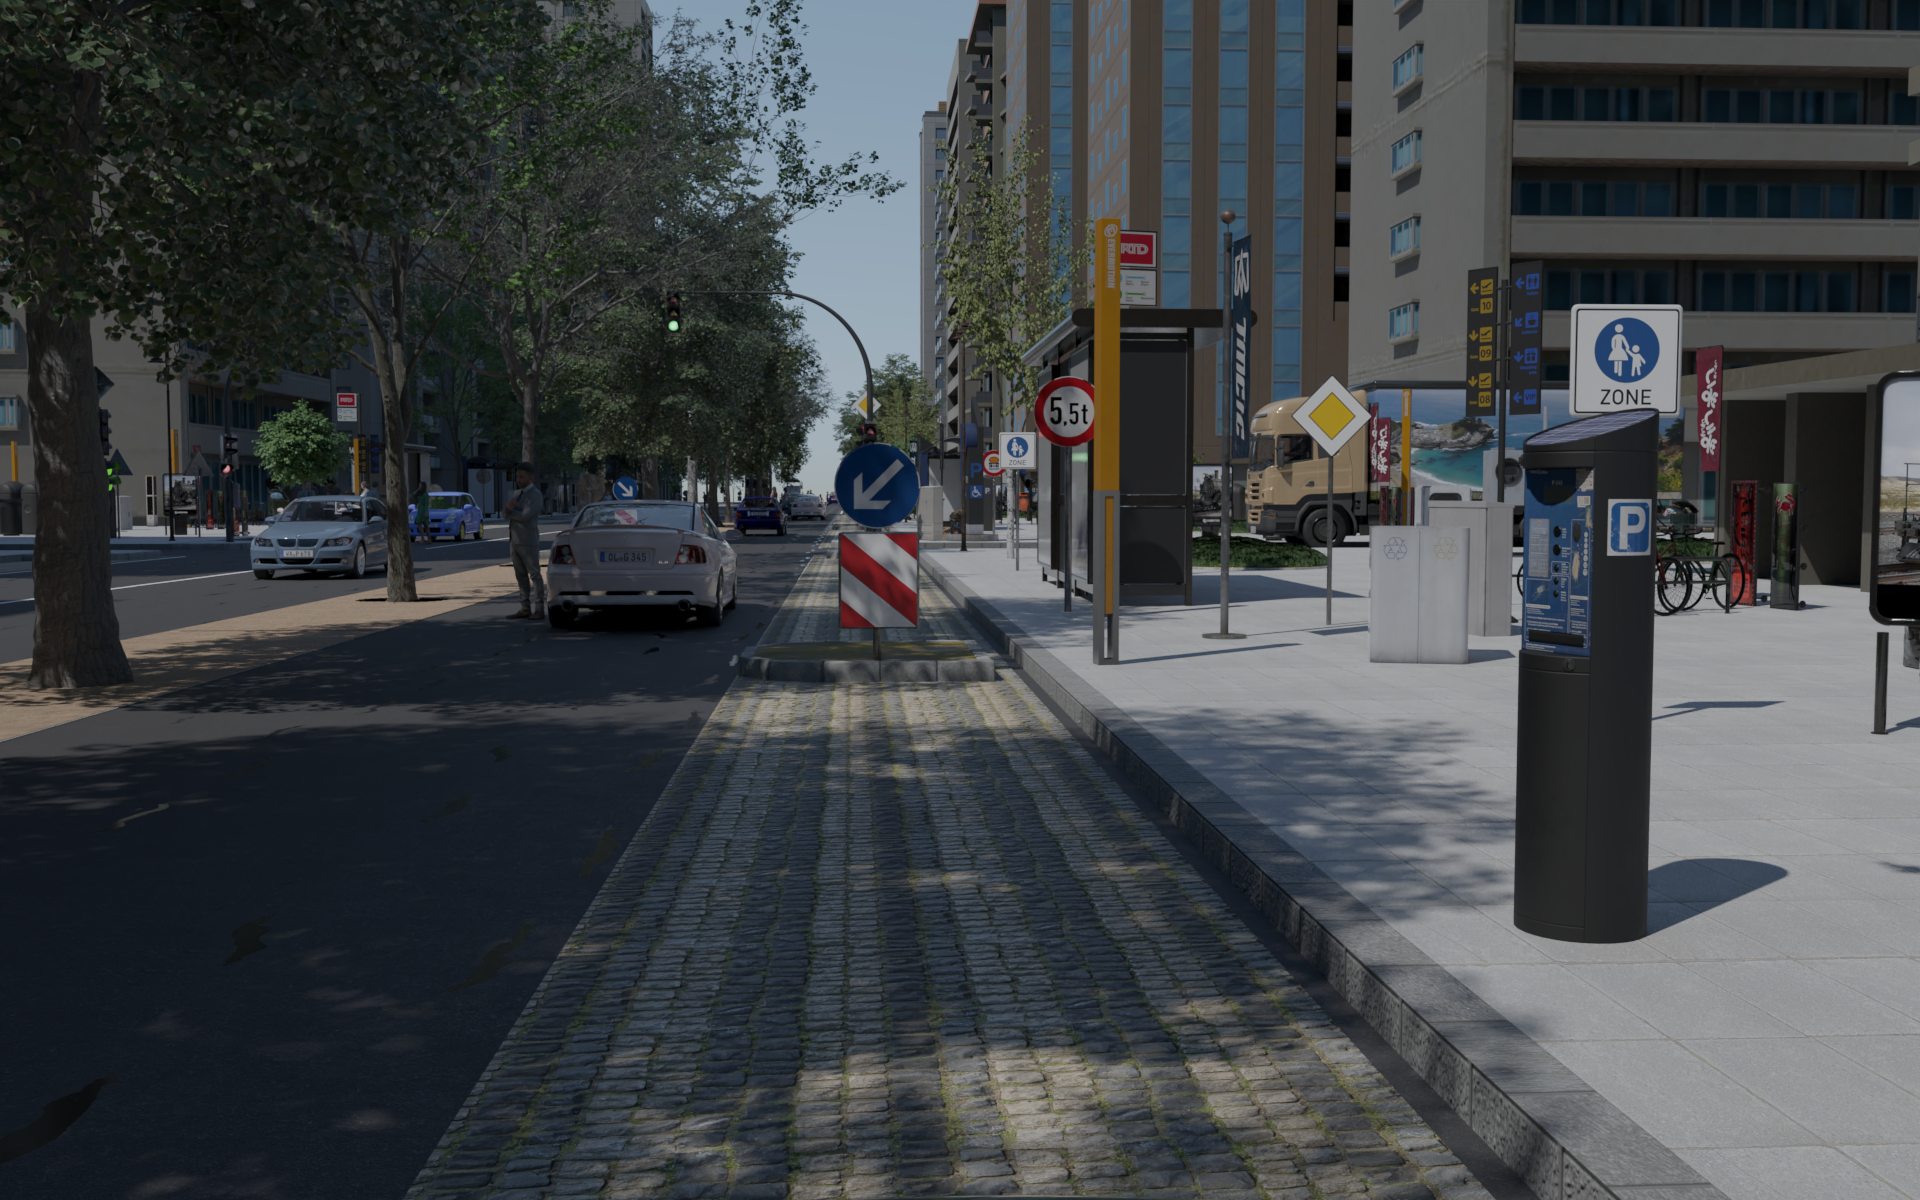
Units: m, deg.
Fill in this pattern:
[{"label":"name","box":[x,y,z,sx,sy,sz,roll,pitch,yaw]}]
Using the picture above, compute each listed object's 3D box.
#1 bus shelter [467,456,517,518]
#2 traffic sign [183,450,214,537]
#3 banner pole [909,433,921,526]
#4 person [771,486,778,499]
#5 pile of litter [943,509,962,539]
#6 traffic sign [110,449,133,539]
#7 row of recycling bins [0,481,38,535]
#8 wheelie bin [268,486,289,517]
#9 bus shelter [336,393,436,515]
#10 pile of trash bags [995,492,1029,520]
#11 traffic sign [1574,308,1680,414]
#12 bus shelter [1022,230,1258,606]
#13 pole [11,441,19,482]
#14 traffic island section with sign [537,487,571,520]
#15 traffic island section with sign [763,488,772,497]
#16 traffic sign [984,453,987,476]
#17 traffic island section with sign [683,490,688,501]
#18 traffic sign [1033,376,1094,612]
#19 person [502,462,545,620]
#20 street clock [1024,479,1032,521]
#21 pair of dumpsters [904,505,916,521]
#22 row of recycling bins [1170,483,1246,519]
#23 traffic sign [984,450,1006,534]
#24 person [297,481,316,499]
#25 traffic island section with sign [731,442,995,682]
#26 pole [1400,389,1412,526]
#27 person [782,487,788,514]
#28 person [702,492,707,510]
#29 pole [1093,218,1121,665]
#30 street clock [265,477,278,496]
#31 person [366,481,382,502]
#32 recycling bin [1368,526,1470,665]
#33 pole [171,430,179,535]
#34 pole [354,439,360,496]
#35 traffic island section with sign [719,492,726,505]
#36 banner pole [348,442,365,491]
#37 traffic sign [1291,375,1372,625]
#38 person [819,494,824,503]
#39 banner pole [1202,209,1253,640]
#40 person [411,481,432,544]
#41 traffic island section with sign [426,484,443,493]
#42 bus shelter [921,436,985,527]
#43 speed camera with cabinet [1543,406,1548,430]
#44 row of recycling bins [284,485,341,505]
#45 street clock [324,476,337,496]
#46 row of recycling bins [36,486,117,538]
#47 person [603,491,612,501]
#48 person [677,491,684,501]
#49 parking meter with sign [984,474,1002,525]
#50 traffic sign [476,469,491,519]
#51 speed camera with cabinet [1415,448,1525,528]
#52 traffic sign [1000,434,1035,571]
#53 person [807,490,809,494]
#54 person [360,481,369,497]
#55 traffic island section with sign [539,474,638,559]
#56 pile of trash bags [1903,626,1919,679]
[{"label":"bus shelter","box":[-25.780,-6.184,95.028,2.014,3.302,5.546,0,4,-4]},{"label":"traffic sign","box":[-22.560,-3.138,51.312,0.884,2.594,0.081,0,4,-3]},{"label":"banner pole","box":[-1.798,-4.934,70.692,0.401,3.779,0.863,-3,5,-43]},{"label":"person","box":[-9.338,-4.793,86.873,0.388,1.821,0.555,2,4,26]},{"label":"pile of litter","box":[-0.346,-2.221,50.279,1.176,0.858,1.719,1,4,21]},{"label":"traffic sign","box":[-24.022,-3.022,49.410,0.884,2.594,0.081,0,4,1]},{"label":"row of recycling bins","box":[-29.533,-2.919,54.841,3.534,1.692,1.069,1,4,12]},{"label":"wheelie bin","box":[-26.154,-3.581,66.451,0.693,1.594,0.980,-3,4,-36]},{"label":"bus shelter","box":[-23.721,-5.731,71.336,2.179,5.291,8.768,0,4,-3]},{"label":"pile of trash bags","box":[1.832,-4.639,85.595,3.447,1.369,1.912,1,4,17]},{"label":"traffic sign","box":[3.601,-0.448,9.448,0.606,2.300,0.079,0,4,-3]},{"label":"bus shelter","box":[2.081,-2.829,23.885,2.179,5.291,8.768,0,4,-3]},{"label":"pole","box":[-36.658,-4.488,67.224,0.158,3.312,0.155,0,3,0]},{"label":"traffic island section with sign","box":[-22.523,-5.308,95.410,1.989,1.847,2.006,0,4,-4]},{"label":"traffic island section with sign","box":[-13.527,-6.930,121.440,2.006,1.907,1.989,0,4,-4]},{"label":"traffic sign","box":[0.574,-3.204,52.484,0.768,2.556,0.104,0,4,4]},{"label":"traffic island section with sign","box":[-27.321,-10.048,172.910,1.989,1.847,2.006,0,4,-4]},{"label":"traffic sign","box":[1.177,-1.143,18.797,0.768,2.556,0.104,0,4,1]},{"label":"person","box":[-5.020,-0.681,19.811,0.511,1.800,0.466,2,4,29]},{"label":"street clock","box":[3.291,-4.738,82.030,0.358,2.002,0.471,-3,5,-40]},{"label":"pair of dumpsters","box":[-2.140,-5.060,85.228,1.574,2.255,4.437,0,4,-3]},{"label":"row of recycling bins","box":[9.354,-3.570,65.477,3.534,1.692,1.069,-2,4,-35]},{"label":"traffic sign","box":[0.985,-3.066,50.238,0.768,2.556,0.104,0,4,1]},{"label":"person","box":[-18.783,-2.523,49.847,0.767,1.812,0.694,3,5,43]},{"label":"traffic island section with sign","box":[-0.783,-0.332,14.049,1.989,1.847,2.006,0,4,-4]},{"label":"pole","box":[8.708,-2.445,33.812,0.158,3.312,0.155,0,3,0]},{"label":"person","box":[-9.770,-5.368,96.282,0.388,1.821,0.555,-1,4,-19]},{"label":"person","box":[-22.414,-8.663,151.616,0.415,1.643,0.593,-3,4,-36]},{"label":"pole","box":[1.098,-1.169,12.952,0.158,3.312,0.155,0,3,0]},{"label":"street clock","box":[-29.582,-4.276,74.489,0.358,2.002,0.471,2,4,35]},{"label":"person","box":[-16.687,-2.498,49.435,0.635,1.810,0.391,2,4,32]},{"label":"recycling bin","box":[3.542,-0.052,13.409,0.722,1.027,0.722,1,4,12]},{"label":"pole","box":[-24.809,-3.728,54.798,0.158,3.312,0.155,0,3,0]},{"label":"pole","box":[-22.306,-4.294,64.055,0.158,3.312,0.155,0,3,0]},{"label":"traffic island section with sign","box":[-30.750,-13.436,228.301,1.989,1.847,2.006,0,4,-4]},{"label":"banner pole","box":[-25.558,-5.111,73.581,0.863,3.779,0.401,0,4,-3]},{"label":"traffic sign","box":[3.609,-0.961,16.892,0.795,2.450,0.064,0,4,-3]},{"label":"person","box":[-10.802,-7.469,133.885,0.557,1.426,1.065,-3,4,-39]},{"label":"banner pole","box":[2.396,-1.535,15.115,0.401,3.779,0.863,-1,4,-9]},{"label":"person","box":[-15.254,-2.479,49.287,0.600,1.795,0.529,3,5,39]},{"label":"traffic island section with sign","box":[-20.861,-3.662,68.506,1.989,1.847,2.006,0,4,-4]},{"label":"bus shelter","box":[-0.295,-4.245,63.337,2.014,3.302,5.546,0,4,-4]},{"label":"speed camera with cabinet","box":[13.880,-2.749,39.286,2.038,3.252,0.660,0,4,0]},{"label":"row of recycling bins","box":[-28.324,-4.213,76.000,1.069,1.692,3.534,1,4,14]},{"label":"street clock","box":[-25.423,-4.001,69.978,0.471,2.002,0.358,-1,4,-9]},{"label":"row of recycling bins","box":[-25.909,-2.689,51.085,3.534,1.692,1.069,3,5,42]},{"label":"person","box":[-21.352,-5.794,105.041,0.589,1.601,0.330,0,4,-3]},{"label":"person","box":[-24.539,-8.733,151.999,0.721,1.736,1.217,-3,5,-40]},{"label":"parking meter with sign","box":[1.020,-4.655,72.371,1.738,3.016,0.543,-2,4,-29]},{"label":"traffic sign","box":[-24.148,-5.365,87.828,0.768,2.556,0.104,0,4,-2]},{"label":"speed camera with cabinet","box":[10.178,-2.462,34.583,2.038,3.252,0.660,0,4,-1]},{"label":"traffic sign","box":[0.959,-1.636,28.876,0.606,2.300,0.079,0,4,6]},{"label":"person","box":[-15.127,-10.053,172.883,1.348,1.822,0.705,3,5,39]},{"label":"person","box":[-18.200,-2.733,53.200,0.654,1.822,0.581,-2,4,-27]},{"label":"traffic island section with sign","box":[-8.426,-1.891,39.052,2.006,1.907,1.989,0,4,-4]},{"label":"pile of trash bags","box":[7.903,-0.172,12.559,1.912,1.369,3.447,2,4,27]}]
